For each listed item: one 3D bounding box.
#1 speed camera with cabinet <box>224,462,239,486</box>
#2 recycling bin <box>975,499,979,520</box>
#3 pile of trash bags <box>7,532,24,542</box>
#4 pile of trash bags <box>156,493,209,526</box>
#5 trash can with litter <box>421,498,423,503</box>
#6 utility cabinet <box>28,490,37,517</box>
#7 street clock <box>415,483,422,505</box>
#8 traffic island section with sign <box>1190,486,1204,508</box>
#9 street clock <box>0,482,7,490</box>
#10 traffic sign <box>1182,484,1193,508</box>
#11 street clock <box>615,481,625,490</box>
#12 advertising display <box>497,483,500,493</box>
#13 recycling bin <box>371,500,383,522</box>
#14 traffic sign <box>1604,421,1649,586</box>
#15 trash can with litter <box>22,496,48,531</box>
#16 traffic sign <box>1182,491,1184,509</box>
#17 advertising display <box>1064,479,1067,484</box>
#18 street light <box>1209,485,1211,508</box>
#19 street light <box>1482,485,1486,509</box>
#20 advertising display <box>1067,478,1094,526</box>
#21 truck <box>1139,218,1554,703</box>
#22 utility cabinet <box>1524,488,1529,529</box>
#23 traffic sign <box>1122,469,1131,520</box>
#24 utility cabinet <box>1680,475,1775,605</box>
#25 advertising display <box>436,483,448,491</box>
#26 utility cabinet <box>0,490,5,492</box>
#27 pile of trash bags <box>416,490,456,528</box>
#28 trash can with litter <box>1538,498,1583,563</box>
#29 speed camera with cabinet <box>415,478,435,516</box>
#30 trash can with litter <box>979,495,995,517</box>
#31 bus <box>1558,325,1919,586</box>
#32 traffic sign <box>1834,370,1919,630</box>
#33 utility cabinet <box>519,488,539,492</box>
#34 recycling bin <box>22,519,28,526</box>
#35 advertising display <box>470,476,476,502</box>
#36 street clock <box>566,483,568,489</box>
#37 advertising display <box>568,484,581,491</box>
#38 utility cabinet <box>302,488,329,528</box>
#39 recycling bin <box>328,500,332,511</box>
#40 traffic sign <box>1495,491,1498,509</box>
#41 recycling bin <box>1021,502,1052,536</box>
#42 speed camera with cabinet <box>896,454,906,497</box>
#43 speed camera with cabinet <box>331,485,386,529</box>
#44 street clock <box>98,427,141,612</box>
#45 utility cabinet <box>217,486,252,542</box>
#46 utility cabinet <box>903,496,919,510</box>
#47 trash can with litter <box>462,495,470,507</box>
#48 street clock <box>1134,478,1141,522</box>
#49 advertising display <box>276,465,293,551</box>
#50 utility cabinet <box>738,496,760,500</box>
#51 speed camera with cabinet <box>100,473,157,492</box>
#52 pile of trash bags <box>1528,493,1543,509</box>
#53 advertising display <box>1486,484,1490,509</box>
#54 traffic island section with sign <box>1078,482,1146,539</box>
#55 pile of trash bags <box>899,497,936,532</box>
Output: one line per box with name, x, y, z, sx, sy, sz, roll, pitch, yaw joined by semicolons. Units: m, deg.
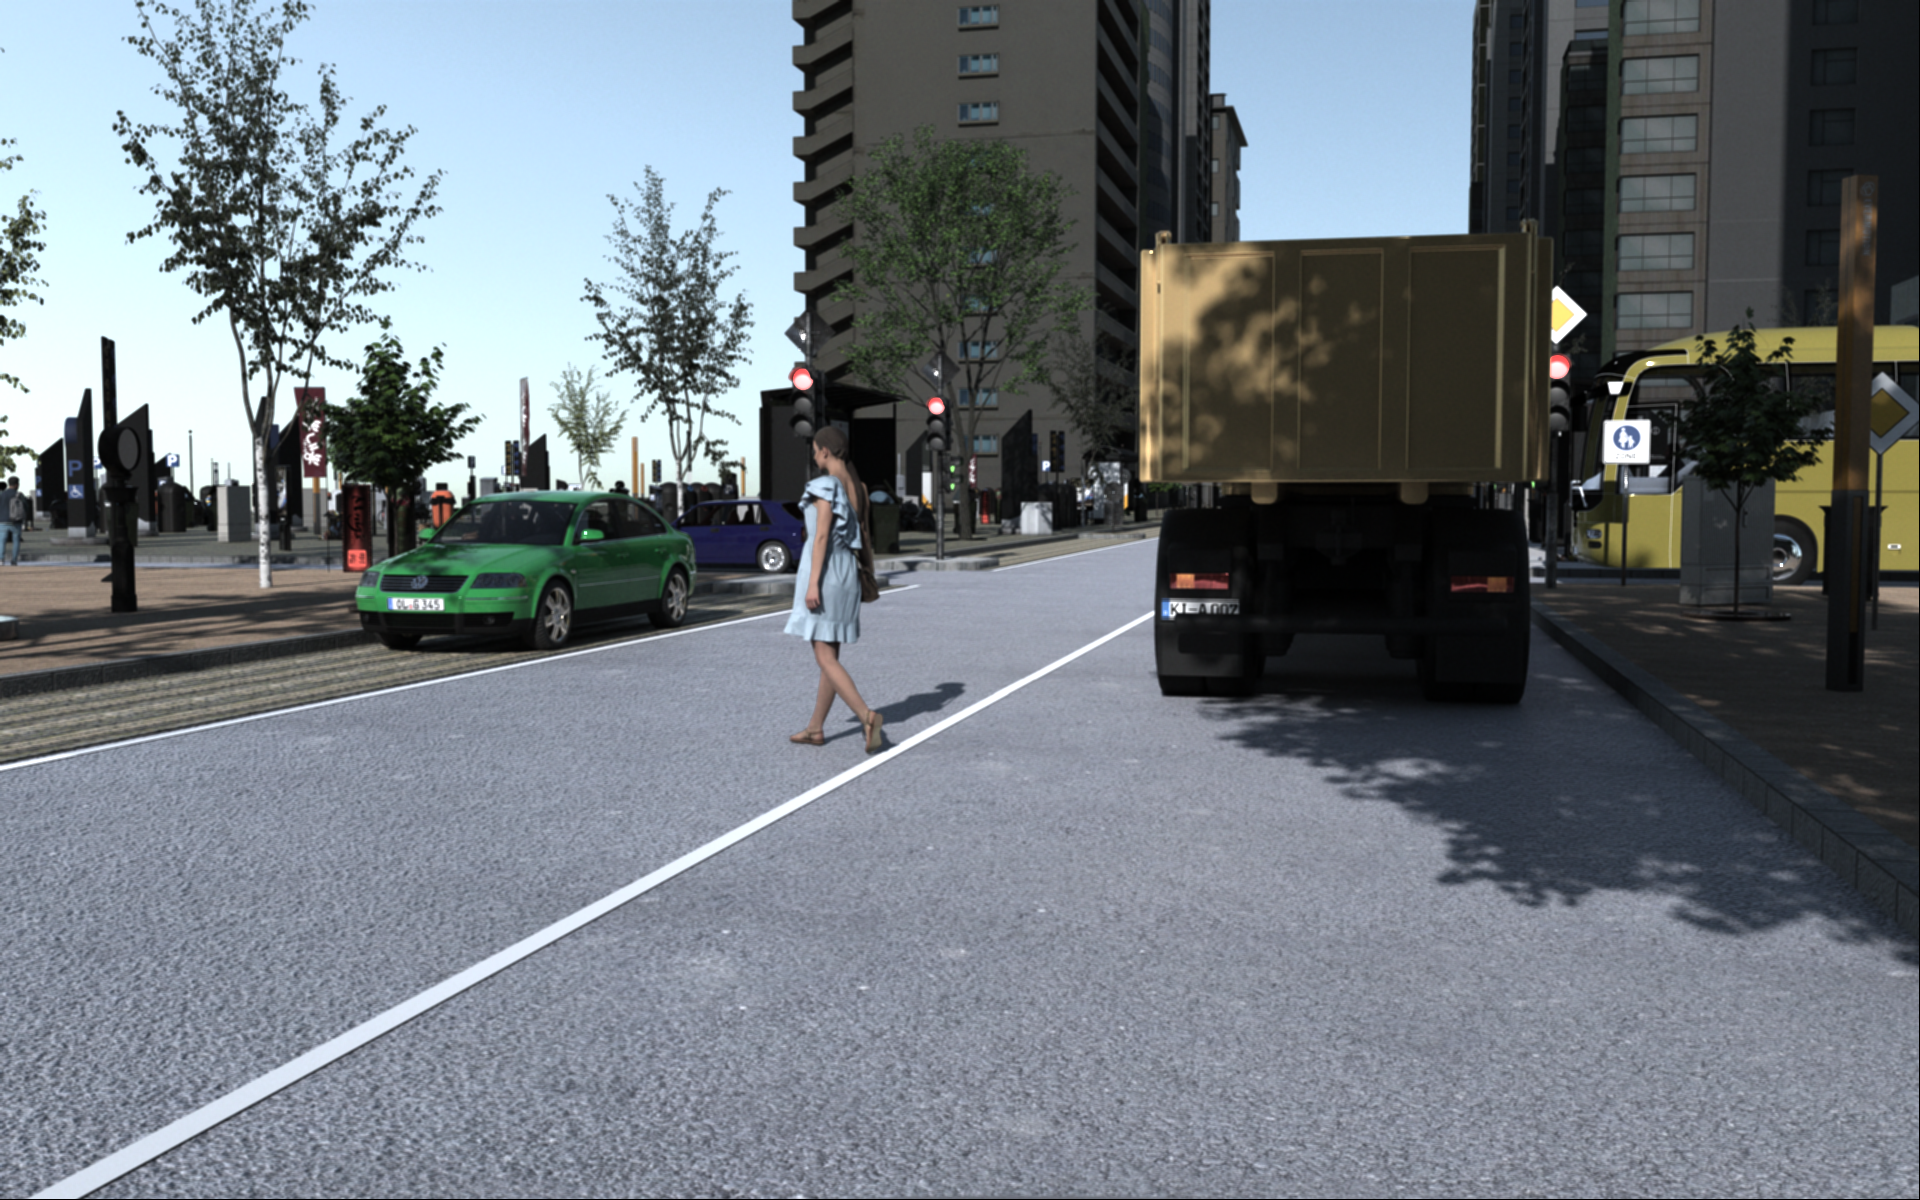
speed camera with cabinet;-45.530;-6.895;107.073;0.660;3.252;2.038;1;4;20
recycling bin;0.475;-4.529;86.607;0.722;1.027;0.722;-2;4;-27
pile of trash bags;-26.661;-2.226;46.155;3.447;1.369;1.912;2;4;31
pile of trash bags;-31.577;-3.682;69.948;1.912;1.369;3.447;0;4;4
trash can with litter;-35.493;-6.255;113.321;2.233;1.210;1.678;-3;4;-38
utility cabinet;-50.314;-5.270;94.850;1.173;1.500;0.318;-3;5;-45
street clock;-29.075;-5.391;92.710;0.471;2.002;0.358;1;4;15
traffic island section with sign;11.271;-4.501;82.226;1.989;1.847;2.006;1;4;14
street clock;-55.790;-5.894;100.943;0.358;2.002;0.471;2;4;33
traffic sign;12.147;-5.532;92.580;0.606;2.300;0.079;1;4;20
street clock;-18.665;-5.536;95.079;0.471;2.002;0.358;1;4;22
advertising display;-27.282;-5.918;101.977;0.123;1.923;0.974;0;4;5
recycling bin;-27.274;-4.146;80.337;0.722;1.027;0.722;3;5;43
traffic sign;9.235;-1.340;24.045;0.606;2.300;0.079;1;4;23
trash can with litter;-32.532;-2.994;60.003;1.678;1.210;2.233;0;4;-7
traffic sign;13.342;-6.337;103.715;0.768;2.556;0.104;1;4;20
advertising display;4.654;-4.323;75.900;0.123;1.923;0.974;0;4;-3
street light;15.703;-8.320;108.827;0.468;5.910;1.993;1;4;14
street light;14.099;-4.505;46.449;0.468;5.910;1.993;1;4;14
advertising display;4.947;-3.982;70.324;0.974;1.923;0.123;1;4;13
truck;3.473;-1.206;15.644;3.469;3.379;9.791;1;4;13
utility cabinet;20.373;-3.369;63.758;0.318;1.500;1.173;-2;4;-31
traffic sign;8.146;-5.278;86.393;0.768;2.556;0.104;1;4;19
utility cabinet;8.867;-0.691;19.979;1.173;1.500;0.318;-2;4;-26
advertising display;-30.131;-5.843;100.752;0.123;1.923;0.974;1;4;19
utility cabinet;-54.508;-5.517;98.886;0.318;1.500;1.173;1;4;9
pile of trash bags;-11.300;-2.008;42.583;3.447;1.369;1.912;0;4;-2
trash can with litter;11.984;-1.358;33.258;1.678;1.210;2.233;3;4;39
speed camera with cabinet;-29.591;-6.215;95.949;0.660;3.252;2.038;1;4;17
trash can with litter;2.519;-5.516;101.243;2.233;1.210;1.678;3;5;41
bus;15.248;-2.074;25.460;12.252;3.916;2.896;1;4;12
traffic sign;8.629;-0.923;16.280;0.795;2.450;0.064;1;4;21
utility cabinet;-16.707;-3.520;66.239;1.173;1.500;0.318;0;4;-3
recycling bin;-37.588;-3.448;68.926;0.722;1.027;0.722;-1;4;-12
advertising display;-17.064;-3.394;60.698;0.123;1.923;0.974;-1;4;-12
street clock;-24.662;-6.315;107.824;0.358;2.002;0.471;3;4;37
advertising display;-24.741;-6.502;111.525;0.974;1.923;0.123;0;4;-2
utility cabinet;-24.394;-3.455;65.167;0.318;1.500;1.173;3;5;40
recycling bin;-26.229;-3.668;72.521;0.722;1.027;0.722;0;4;7
traffic sign;12.402;-2.449;40.039;0.884;2.594;0.081;2;4;23
recycling bin;2.383;-2.524;53.824;0.722;1.027;0.722;-3;5;-43
speed camera with cabinet;-2.630;-5.562;85.275;0.660;3.252;2.038;3;5;43
speed camera with cabinet;-21.849;-4.211;63.179;2.038;3.252;0.660;-1;4;-21
street clock;-9.100;-0.870;18.800;0.358;2.002;0.471;0;4;4
utility cabinet;-19.390;-2.298;46.251;0.318;1.500;1.173;0;4;6
utility cabinet;-1.751;-3.090;61.679;0.306;1.237;1.020;-1;4;-19
trash can with litter;-24.732;-4.722;88.266;2.233;1.210;1.678;0;4;-6
street clock;8.086;-4.548;78.923;0.358;2.002;0.471;1;4;21
advertising display;-15.337;-2.086;39.313;0.123;1.923;0.974;-2;4;-34
utility cabinet;-5.932;-2.337;49.368;0.306;1.237;1.020;-3;5;-44
speed camera with cabinet;-36.383;-4.975;75.676;2.038;3.252;0.660;-1;4;-14
pile of trash bags;30.976;-5.232;95.303;3.447;1.369;1.912;-1;4;-17
advertising display;14.719;-2.628;48.182;0.123;1.923;0.974;1;4;12
traffic island section with sign;4.957;-2.898;56.018;1.989;1.847;2.006;1;4;14
pile of trash bags;-2.615;-2.995;58.725;3.447;1.369;1.912;-1;4;-21
